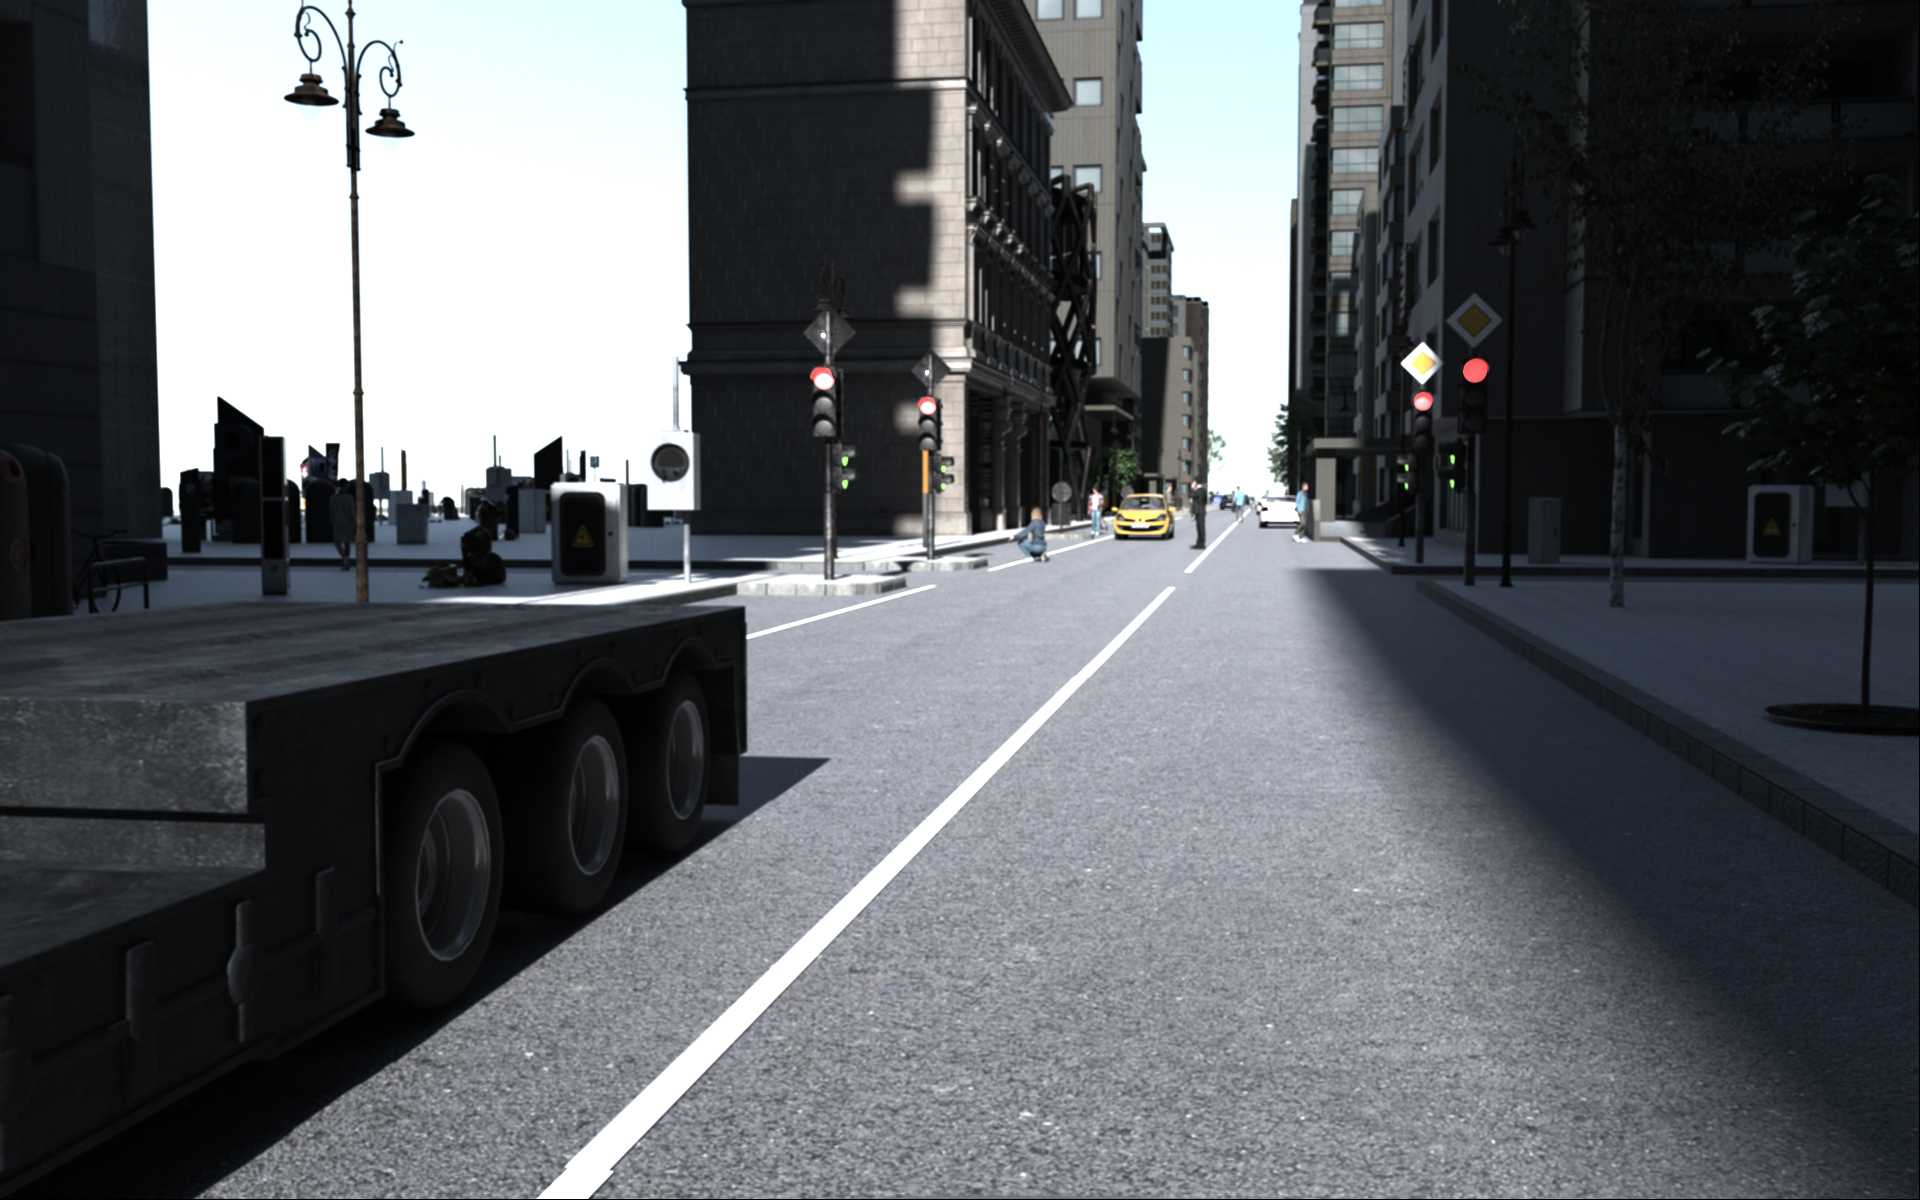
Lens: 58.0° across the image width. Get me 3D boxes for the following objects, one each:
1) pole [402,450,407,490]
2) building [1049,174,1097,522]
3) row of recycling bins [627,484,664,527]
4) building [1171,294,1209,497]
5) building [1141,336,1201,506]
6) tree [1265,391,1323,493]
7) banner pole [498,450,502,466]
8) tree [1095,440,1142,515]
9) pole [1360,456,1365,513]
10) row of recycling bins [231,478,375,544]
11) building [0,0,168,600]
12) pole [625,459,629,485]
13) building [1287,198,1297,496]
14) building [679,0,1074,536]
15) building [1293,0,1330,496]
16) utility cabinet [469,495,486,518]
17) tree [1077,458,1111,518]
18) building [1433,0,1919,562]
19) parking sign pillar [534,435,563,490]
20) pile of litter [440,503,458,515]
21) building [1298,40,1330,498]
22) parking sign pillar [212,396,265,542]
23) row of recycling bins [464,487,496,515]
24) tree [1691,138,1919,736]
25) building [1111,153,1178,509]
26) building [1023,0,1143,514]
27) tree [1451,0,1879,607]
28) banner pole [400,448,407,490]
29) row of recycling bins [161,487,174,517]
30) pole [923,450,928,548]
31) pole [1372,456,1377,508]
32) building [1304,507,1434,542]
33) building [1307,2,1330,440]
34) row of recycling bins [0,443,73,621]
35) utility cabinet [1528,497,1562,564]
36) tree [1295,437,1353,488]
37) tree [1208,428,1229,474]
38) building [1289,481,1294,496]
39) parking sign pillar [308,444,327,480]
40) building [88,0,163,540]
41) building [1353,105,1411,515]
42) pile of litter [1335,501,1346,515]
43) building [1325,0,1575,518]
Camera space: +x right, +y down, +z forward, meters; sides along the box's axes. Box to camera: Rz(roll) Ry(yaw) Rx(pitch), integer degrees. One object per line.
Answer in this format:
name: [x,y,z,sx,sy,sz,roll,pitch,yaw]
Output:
pole: [-25.645,-5.267,79.951,0.158,3.312,0.155,0,3,0]
building: [-2.024,-13.186,83.037,16.820,18.784,16.811,1,4,10]
row of recycling bins: [-12.651,-3.766,68.691,1.069,1.692,3.534,-2,4,-27]
building: [28.685,-29.295,250.665,14.160,30.474,14.107,1,4,10]
building: [14.208,-22.141,207.037,27.650,21.520,28.899,1,4,10]
tree: [37.681,-16.697,191.126,7.486,12.596,7.792,0,3,0]
banner pole: [-25.998,-6.603,97.976,0.401,3.779,0.863,0,4,-3]
tree: [9.421,-7.435,105.276,4.285,4.588,4.351,0,3,0]
pole: [21.489,-6.033,92.482,0.158,3.312,0.155,0,3,0]
row of recycling bins: [-17.330,-2.364,45.761,3.534,1.692,1.069,-2,4,-27]
building: [-25.176,-29.097,17.731,28.212,58.520,21.231,1,4,10]
pole: [-19.459,-6.573,101.315,0.158,3.312,0.155,0,3,0]
building: [55.197,-36.913,253.641,14.600,45.320,14.200,1,4,10]
building: [-3.917,-12.438,54.275,10.553,20.767,40.483,1,4,10]
building: [51.011,-40.719,207.746,21.231,58.520,28.212,1,4,10]
utility cabinet: [-26.114,-5.061,93.907,1.020,1.237,0.306,1,4,23]
tree: [7.260,-5.995,92.613,1.663,3.219,1.824,0,3,0]
building: [17.532,-21.673,37.941,14.086,41.232,14.154,1,4,10]
parking sign pillar: [-18.719,-5.527,78.832,1.447,3.967,1.447,-1,4,-9]
pile of litter: [-32.045,-5.771,108.322,1.176,0.858,1.719,1,4,20]
building: [43.613,-51.912,161.425,22.319,86.520,31.000,1,4,10]
parking sign pillar: [-19.709,-3.602,47.366,1.447,3.967,1.447,0,4,8]
row of recycling bins: [-29.326,-6.054,106.101,1.069,1.692,3.534,0,4,7]
tree: [4.931,-0.918,9.607,1.663,3.219,1.824,0,3,0]
building: [5.480,-29.448,173.358,32.217,40.220,23.993,1,4,10]
building: [-1.222,-32.668,123.355,28.713,52.752,27.495,1,4,10]
tree: [7.710,-4.224,19.425,4.360,8.622,3.978,0,3,0]
banner pole: [-30.412,-6.403,94.703,0.401,3.779,0.863,-3,5,-44]
row of recycling bins: [-46.427,-5.557,97.963,3.534,1.692,1.069,-1,4,-21]
pole: [-0.788,-2.903,41.308,0.158,3.312,0.155,0,3,0]
pole: [18.725,-5.165,78.290,0.158,3.312,0.155,0,3,0]
building: [27.747,-22.213,55.067,32.217,40.220,23.993,1,4,10]
building: [38.309,-29.269,133.174,22.147,44.769,28.867,1,4,10]
row of recycling bins: [-7.468,-0.343,12.718,1.069,1.692,3.534,-1,4,-11]
utility cabinet: [10.811,-1.275,32.001,0.306,1.237,1.020,3,4,36]
tree: [20.887,-7.076,99.404,4.285,4.588,4.351,0,3,0]
tree: [37.015,-20.654,263.447,9.928,11.665,9.643,0,3,0]
building: [60.969,-33.097,233.011,32.217,40.220,23.993,1,4,10]
parking sign pillar: [-34.612,-6.446,93.868,1.447,3.967,1.447,2,4,34]
building: [-34.049,-13.914,45.508,19.932,24.808,12.078,1,4,10]
building: [35.251,-14.935,89.230,27.650,21.520,28.899,1,4,10]
pile of litter: [22.894,-5.605,105.604,1.176,0.858,1.719,0,4,6]
building: [31.051,-26.251,112.791,14.154,41.232,14.086,1,4,10]
